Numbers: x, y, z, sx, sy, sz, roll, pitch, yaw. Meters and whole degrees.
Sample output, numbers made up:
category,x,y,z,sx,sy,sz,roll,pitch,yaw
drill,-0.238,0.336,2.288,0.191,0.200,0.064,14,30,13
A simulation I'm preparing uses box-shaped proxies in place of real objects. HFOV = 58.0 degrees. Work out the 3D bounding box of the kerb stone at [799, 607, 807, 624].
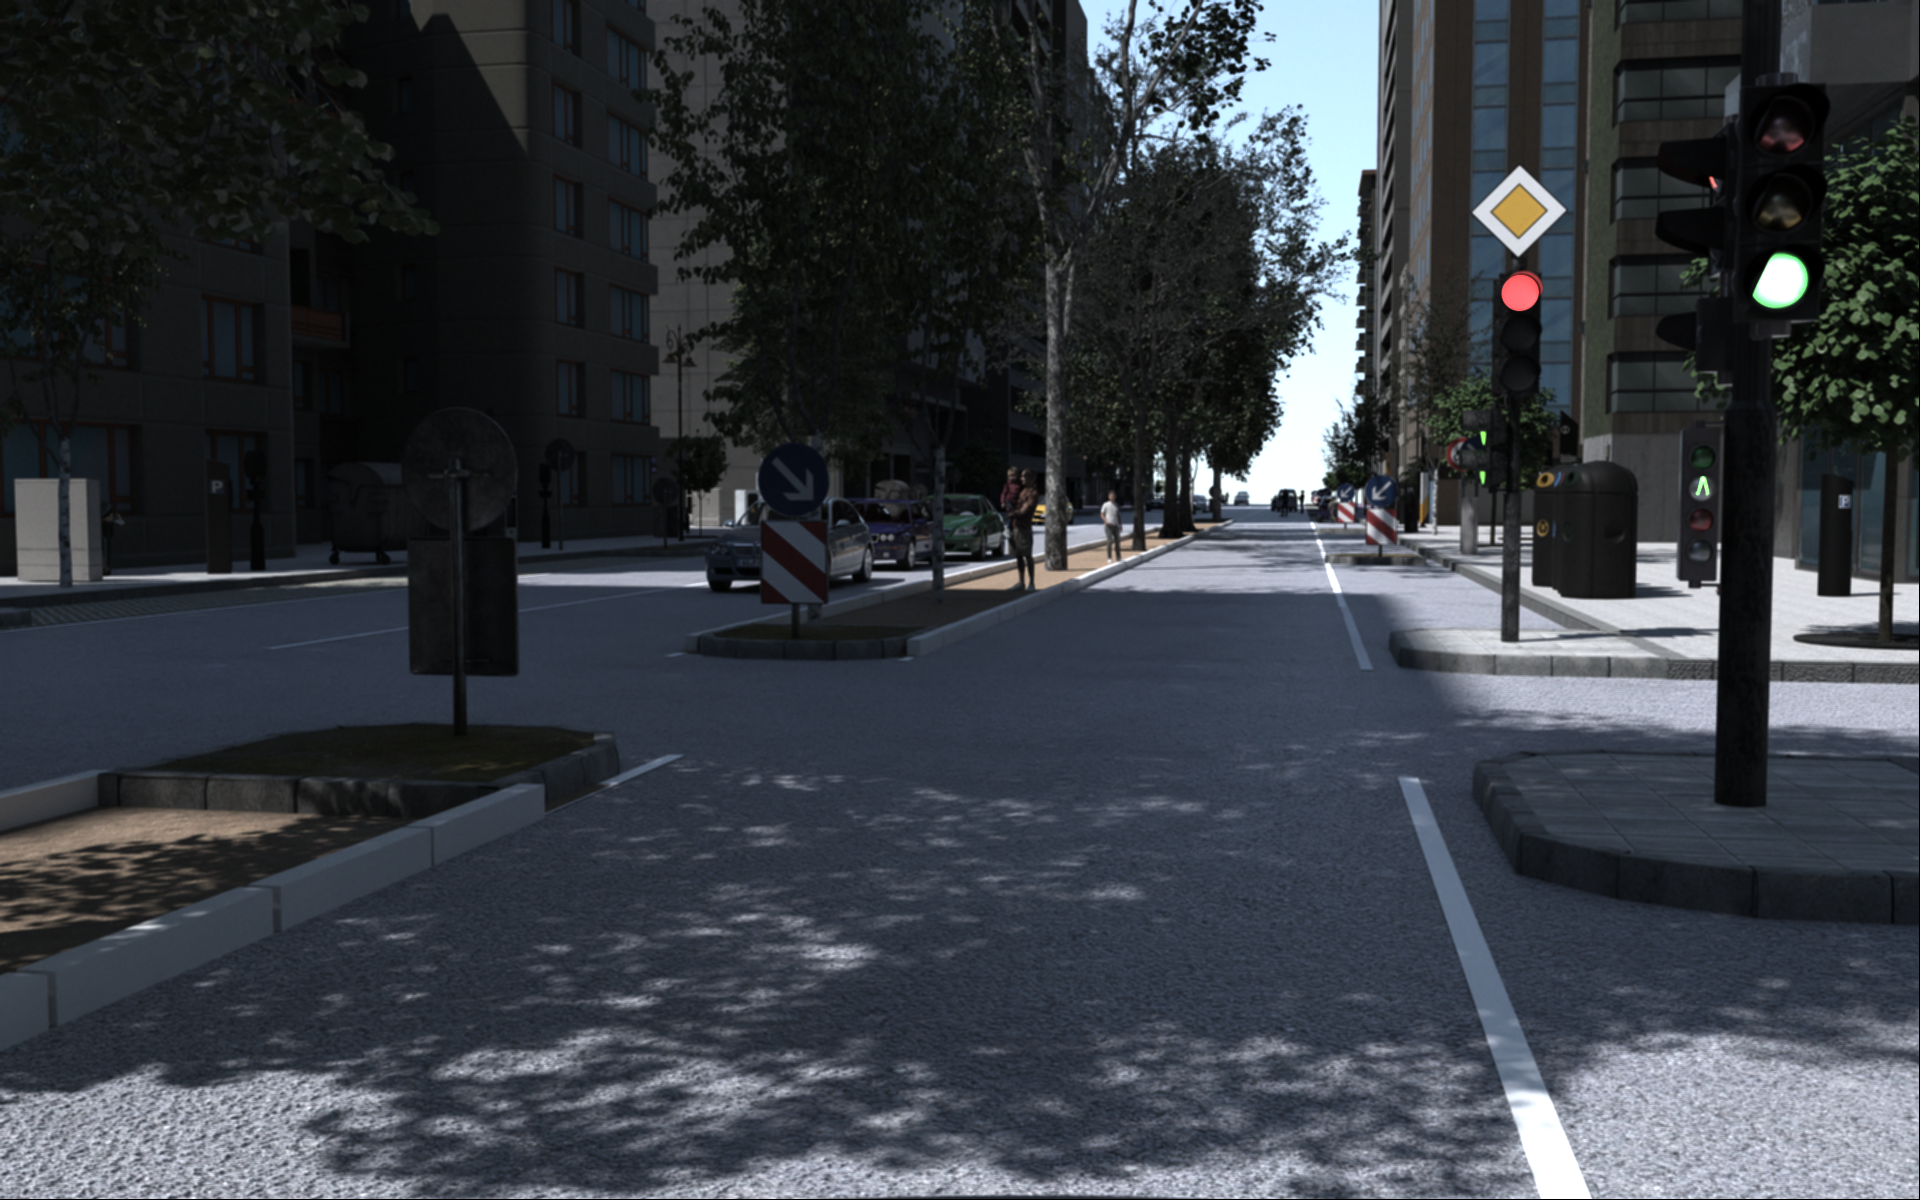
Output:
category,x,y,z,sx,sy,sz,roll,pitch,yaw
kerb stone,-1.763,0.182,19.222,0.120,0.150,1.000,1,4,11

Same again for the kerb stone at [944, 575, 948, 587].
category,x,y,z,sx,sy,sz,roll,pitch,yaw
kerb stone,-0.372,-0.248,26.250,0.120,0.150,1.000,1,4,11

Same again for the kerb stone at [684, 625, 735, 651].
category,x,y,z,sx,sy,sz,roll,pitch,yaw
kerb stone,-2.351,0.368,16.211,0.120,0.150,1.000,1,4,11

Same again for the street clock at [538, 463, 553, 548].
category,x,y,z,sx,sy,sz,roll,pitch,yaw
street clock,-9.790,-2.223,40.910,0.358,2.002,0.471,0,4,-8

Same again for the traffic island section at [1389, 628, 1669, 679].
category,x,y,z,sx,sy,sz,roll,pitch,yaw
traffic island section,4.797,0.443,15.042,2.009,0.180,2.903,1,4,11

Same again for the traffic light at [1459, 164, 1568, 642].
category,x,y,z,sx,sy,sz,roll,pitch,yaw
traffic light,4.760,-1.591,14.935,0.839,4.253,0.868,1,4,11

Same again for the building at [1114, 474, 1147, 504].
category,x,y,z,sx,sy,sz,roll,pitch,yaw
building,7.360,-32.442,222.304,32.217,40.220,23.993,1,4,11

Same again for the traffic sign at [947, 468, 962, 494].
category,x,y,z,sx,sy,sz,roll,pitch,yaw
traffic sign,-0.297,-5.225,85.540,0.768,2.556,0.104,1,4,12

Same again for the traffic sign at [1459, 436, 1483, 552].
category,x,y,z,sx,sy,sz,roll,pitch,yaw
traffic sign,11.384,-2.327,38.159,0.768,2.556,0.104,1,4,20

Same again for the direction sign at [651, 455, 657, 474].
category,x,y,z,sx,sy,sz,roll,pitch,yaw
direction sign,-12.286,-4.630,67.694,0.876,3.537,0.379,0,4,-6

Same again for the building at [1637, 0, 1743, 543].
category,x,y,z,sx,sy,sz,roll,pitch,yaw
building,25.420,-17.041,50.326,14.160,30.474,14.107,1,4,11

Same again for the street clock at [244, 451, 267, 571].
category,x,y,z,sx,sy,sz,roll,pitch,yaw
street clock,-11.799,-1.497,29.050,0.358,2.002,0.471,-3,4,-39

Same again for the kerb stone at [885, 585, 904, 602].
category,x,y,z,sx,sy,sz,roll,pitch,yaw
kerb stone,-0.961,-0.064,23.235,0.120,0.150,1.000,1,4,11

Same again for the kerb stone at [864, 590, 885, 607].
category,x,y,z,sx,sy,sz,roll,pitch,yaw
kerb stone,-1.172,-0.002,22.231,0.120,0.150,1.000,1,4,11

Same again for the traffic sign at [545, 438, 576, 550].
category,x,y,z,sx,sy,sz,roll,pitch,yaw
traffic sign,-9.117,-2.408,39.485,0.768,2.556,0.104,1,4,14

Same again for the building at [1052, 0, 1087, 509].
category,x,y,z,sx,sy,sz,roll,pitch,yaw
building,3.185,-30.541,149.463,14.600,45.320,14.200,1,4,11

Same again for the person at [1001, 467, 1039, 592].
category,x,y,z,sx,sy,sz,roll,pitch,yaw
person,0.891,-1.039,25.459,0.580,1.828,0.573,1,4,11

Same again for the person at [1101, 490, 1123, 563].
category,x,y,z,sx,sy,sz,roll,pitch,yaw
person,3.190,-1.519,35.929,0.523,1.515,0.503,2,4,34

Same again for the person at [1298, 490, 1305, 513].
category,x,y,z,sx,sy,sz,roll,pitch,yaw
person,25.528,-7.359,129.637,0.721,1.723,1.217,0,4,-5

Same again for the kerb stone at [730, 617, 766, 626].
category,x,y,z,sx,sy,sz,roll,pitch,yaw
kerb stone,-2.161,0.305,17.215,0.120,0.150,1.000,1,4,11

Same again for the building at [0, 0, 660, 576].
category,x,y,z,sx,sy,sz,roll,pitch,yaw
building,-25.818,-12.085,42.636,27.650,21.520,28.899,1,4,11

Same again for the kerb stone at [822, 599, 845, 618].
category,x,y,z,sx,sy,sz,roll,pitch,yaw
kerb stone,-1.557,0.125,20.224,0.120,0.150,1.000,1,4,11

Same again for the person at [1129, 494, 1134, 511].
category,x,y,z,sx,sy,sz,roll,pitch,yaw
person,14.885,-8.408,149.234,1.065,1.426,0.557,1,4,10

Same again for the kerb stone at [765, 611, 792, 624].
category,x,y,z,sx,sy,sz,roll,pitch,yaw
kerb stone,-1.961,0.245,18.217,0.120,0.150,1.000,1,4,11

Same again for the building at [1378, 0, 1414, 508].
category,x,y,z,sx,sy,sz,roll,pitch,yaw
building,46.944,-31.937,145.877,21.300,48.544,21.600,1,4,11

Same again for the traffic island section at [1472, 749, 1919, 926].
category,x,y,z,sx,sy,sz,roll,pitch,yaw
traffic island section,3.255,0.922,7.207,2.009,0.180,2.903,1,4,11

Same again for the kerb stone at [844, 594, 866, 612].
category,x,y,z,sx,sy,sz,roll,pitch,yaw
kerb stone,-1.371,0.065,21.229,0.120,0.150,1.000,1,4,11

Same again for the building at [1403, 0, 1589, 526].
category,x,y,z,sx,sy,sz,roll,pitch,yaw
building,26.819,-25.903,73.621,14.600,45.320,14.200,1,4,11

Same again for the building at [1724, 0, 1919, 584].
category,x,y,z,sx,sy,sz,roll,pitch,yaw
building,27.893,-24.807,25.210,30.456,49.044,23.786,1,4,11

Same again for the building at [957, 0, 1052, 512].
category,x,y,z,sx,sy,sz,roll,pitch,yaw
building,-5.027,-31.136,132.767,21.300,48.544,21.600,1,4,11

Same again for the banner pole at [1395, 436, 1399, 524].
category,x,y,z,sx,sy,sz,roll,pitch,yaw
banner pole,18.850,-5.177,74.655,0.401,3.779,0.863,1,4,21

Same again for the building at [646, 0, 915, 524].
category,x,y,z,sx,sy,sz,roll,pitch,yaw
building,-13.148,-39.444,83.163,20.563,71.187,20.611,1,4,11

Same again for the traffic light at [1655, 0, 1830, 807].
category,x,y,z,sx,sy,sz,roll,pitch,yaw
traffic light,1.148,-2.000,7.363,4.771,5.953,1.251,1,4,11

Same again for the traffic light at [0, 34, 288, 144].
category,x,y,z,sx,sy,sz,roll,pitch,yaw
traffic light,-9.178,-2.631,17.690,4.771,5.953,1.251,1,4,11

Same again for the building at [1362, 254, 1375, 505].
category,x,y,z,sx,sy,sz,roll,pitch,yaw
building,55.600,-26.665,207.670,14.160,30.474,14.107,1,4,11

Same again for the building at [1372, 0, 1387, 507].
category,x,y,z,sx,sy,sz,roll,pitch,yaw
building,55.241,-39.349,185.360,21.231,58.520,28.212,1,4,11

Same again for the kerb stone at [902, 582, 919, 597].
category,x,y,z,sx,sy,sz,roll,pitch,yaw
kerb stone,-0.771,-0.125,24.246,0.120,0.150,1.000,1,4,11

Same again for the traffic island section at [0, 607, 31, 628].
category,x,y,z,sx,sy,sz,roll,pitch,yaw
traffic island section,-11.285,0.249,18.202,2.009,0.180,2.903,1,4,11

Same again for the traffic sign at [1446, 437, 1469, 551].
category,x,y,z,sx,sy,sz,roll,pitch,yaw
traffic sign,11.239,-2.360,38.699,0.768,2.556,0.104,1,4,20

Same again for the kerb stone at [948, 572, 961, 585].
category,x,y,z,sx,sy,sz,roll,pitch,yaw
kerb stone,-0.183,-0.308,27.265,0.120,0.150,1.000,1,4,11

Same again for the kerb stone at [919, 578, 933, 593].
category,x,y,z,sx,sy,sz,roll,pitch,yaw
kerb stone,-0.578,-0.186,25.249,0.120,0.150,1.000,1,4,11

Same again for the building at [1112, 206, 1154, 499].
category,x,y,z,sx,sy,sz,roll,pitch,yaw
building,19.408,-34.026,239.912,14.154,41.232,14.086,1,4,11

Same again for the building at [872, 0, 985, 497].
category,x,y,z,sx,sy,sz,roll,pitch,yaw
building,-13.510,-31.810,109.333,28.713,52.752,27.495,1,4,11

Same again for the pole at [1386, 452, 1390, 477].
category,x,y,z,sx,sy,sz,roll,pitch,yaw
pole,20.853,-5.541,84.438,0.158,3.312,0.155,0,3,0

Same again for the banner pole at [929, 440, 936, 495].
category,x,y,z,sx,sy,sz,roll,pitch,yaw
banner pole,-1.198,-5.507,80.061,0.863,3.779,0.401,3,5,42

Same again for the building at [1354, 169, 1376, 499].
category,x,y,z,sx,sy,sz,roll,pitch,yaw
building,63.379,-35.042,227.566,22.147,44.769,28.867,1,4,11

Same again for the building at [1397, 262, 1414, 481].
category,x,y,z,sx,sy,sz,roll,pitch,yaw
building,45.735,-16.894,121.255,27.650,21.520,28.899,1,4,11

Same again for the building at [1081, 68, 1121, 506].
category,x,y,z,sx,sy,sz,roll,pitch,yaw
building,6.059,-35.167,194.596,23.786,49.044,30.456,1,4,11

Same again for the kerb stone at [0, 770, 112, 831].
category,x,y,z,sx,sy,sz,roll,pitch,yaw
kerb stone,-4.063,0.895,7.565,0.120,0.150,1.000,1,4,11

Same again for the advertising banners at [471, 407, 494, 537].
category,x,y,z,sx,sy,sz,roll,pitch,yaw
advertising banners,-9.855,-2.420,35.760,0.090,3.025,2.074,-2,4,-27

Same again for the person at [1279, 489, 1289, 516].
category,x,y,z,sx,sy,sz,roll,pitch,yaw
person,20.729,-6.242,111.009,0.568,1.767,0.683,3,5,44

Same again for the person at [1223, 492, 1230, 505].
category,x,y,z,sx,sy,sz,roll,pitch,yaw
person,34.404,-13.102,223.534,1.217,1.723,0.721,-3,4,-37

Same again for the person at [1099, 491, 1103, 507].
category,x,y,z,sx,sy,sz,roll,pitch,yaw
person,14.171,-10.051,173.761,0.530,1.710,0.541,1,4,11
